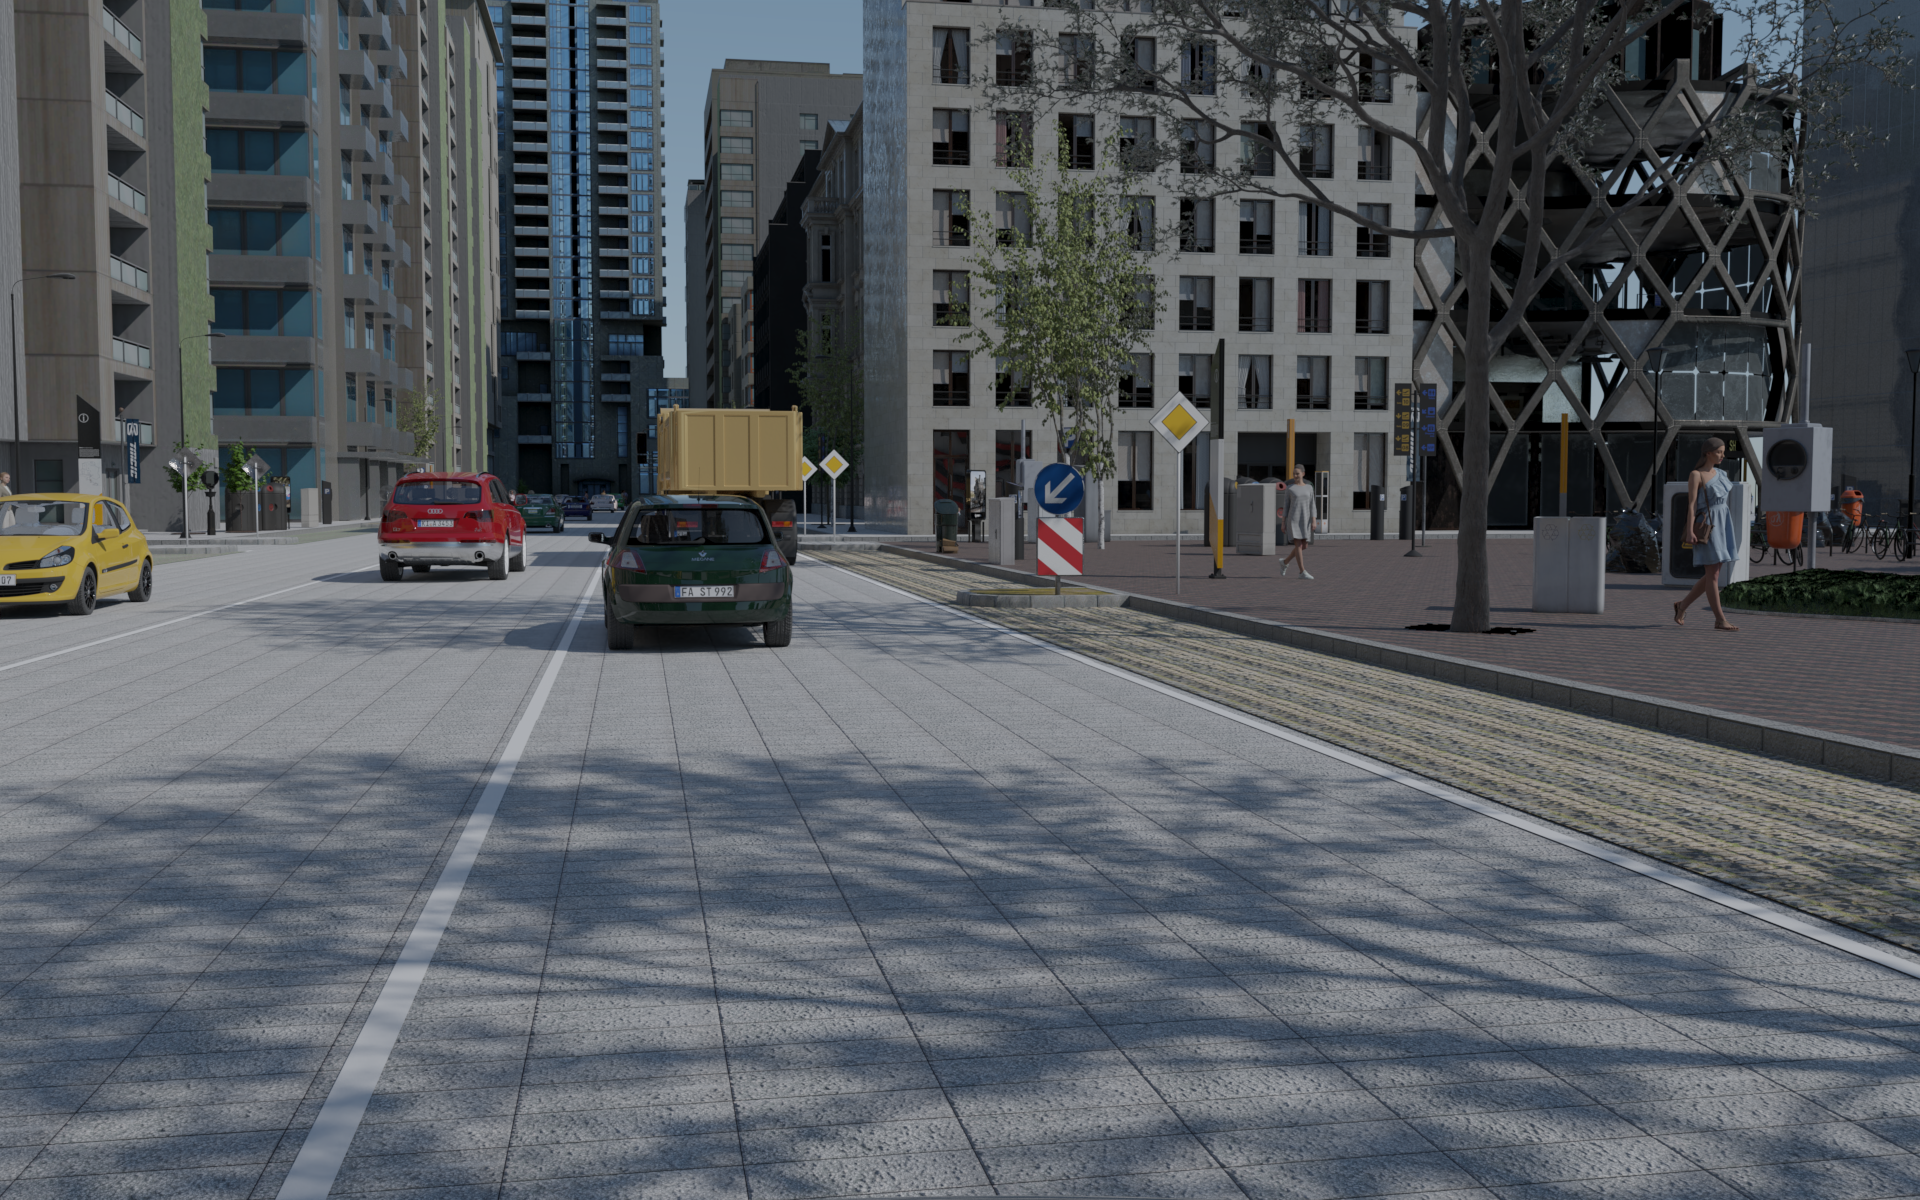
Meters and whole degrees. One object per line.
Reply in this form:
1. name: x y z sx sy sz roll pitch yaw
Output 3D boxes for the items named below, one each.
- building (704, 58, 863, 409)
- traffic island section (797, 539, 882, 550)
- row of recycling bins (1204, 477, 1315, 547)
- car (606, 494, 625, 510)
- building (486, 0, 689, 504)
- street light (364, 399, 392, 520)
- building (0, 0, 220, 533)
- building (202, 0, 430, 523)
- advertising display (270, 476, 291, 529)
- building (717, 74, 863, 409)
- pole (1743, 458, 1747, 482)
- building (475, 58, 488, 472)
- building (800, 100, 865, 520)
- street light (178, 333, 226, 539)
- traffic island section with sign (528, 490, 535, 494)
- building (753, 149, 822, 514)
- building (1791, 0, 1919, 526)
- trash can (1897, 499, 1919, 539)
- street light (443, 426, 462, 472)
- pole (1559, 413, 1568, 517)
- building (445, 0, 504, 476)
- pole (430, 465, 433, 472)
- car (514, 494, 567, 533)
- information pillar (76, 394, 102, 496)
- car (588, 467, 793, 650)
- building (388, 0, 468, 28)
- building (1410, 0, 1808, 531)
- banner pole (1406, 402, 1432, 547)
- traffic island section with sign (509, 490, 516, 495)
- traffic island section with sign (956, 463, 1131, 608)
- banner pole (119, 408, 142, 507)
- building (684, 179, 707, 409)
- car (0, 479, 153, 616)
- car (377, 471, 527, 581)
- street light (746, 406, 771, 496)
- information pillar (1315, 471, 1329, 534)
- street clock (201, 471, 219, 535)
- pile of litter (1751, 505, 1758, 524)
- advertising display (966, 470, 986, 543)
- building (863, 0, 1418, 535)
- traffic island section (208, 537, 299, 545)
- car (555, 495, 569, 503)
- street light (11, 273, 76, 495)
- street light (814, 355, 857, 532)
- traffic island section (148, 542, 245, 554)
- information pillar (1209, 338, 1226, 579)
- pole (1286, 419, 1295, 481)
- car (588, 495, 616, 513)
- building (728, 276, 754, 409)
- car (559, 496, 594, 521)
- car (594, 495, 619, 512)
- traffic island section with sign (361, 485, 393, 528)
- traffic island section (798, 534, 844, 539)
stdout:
1. building: -16.997 -34.740 191.706 21.300 48.544 21.600 -1 4 -11
2. traffic island section: -3.234 -1.402 45.212 2.009 0.180 2.903 -1 4 -11
3. row of recycling bins: 7.414 -2.197 43.042 3.534 1.692 1.069 -3 4 -37
4. car: -30.482 -8.784 152.415 1.959 1.807 4.718 -1 4 -12
5. building: -50.180 -55.283 216.552 31.000 86.520 22.319 -1 4 -11
6. street light: -28.328 -6.833 84.254 1.470 5.913 1.316 -1 4 -11
7. building: -32.836 -22.680 54.413 14.154 41.232 14.086 -1 4 -11
8. building: -40.365 -28.584 86.952 23.786 49.044 30.456 -1 4 -11
9. advertising display: -24.535 -3.508 62.575 0.123 1.923 0.974 1 4 16
10. building: -17.161 -29.965 173.524 14.154 41.232 14.086 -1 4 -11
11. pole: 34.763 -5.069 76.724 0.158 3.312 0.155 0 3 0
12. building: -50.748 -28.924 156.503 14.154 41.232 14.086 -1 4 -11
13. building: -1.266 -16.802 93.791 14.460 24.649 34.723 -1 4 -11
14. street light: -21.844 -4.734 49.947 1.470 5.913 1.316 -1 4 -11
15. traffic island section with sign: -43.944 -10.345 177.774 1.989 1.847 2.006 -1 4 -11
16. building: -7.627 -17.769 120.195 12.332 23.373 15.834 -1 4 -11
17. building: 46.327 -15.369 69.299 19.932 24.808 12.078 -1 4 -11
18. trash can: 27.137 -2.309 49.410 0.748 1.137 0.748 0 3 0
19. street light: -34.642 -8.902 118.088 1.470 5.913 1.316 -1 4 -11
20. pole: 15.242 -3.052 43.751 0.158 3.312 0.155 0 3 0
21. building: -62.150 -36.109 179.627 27.495 52.752 28.713 -1 4 -11
22. pole: -37.290 -7.850 122.183 0.158 3.312 0.155 0 3 0
23. car: -15.783 -3.231 64.627 2.131 1.459 4.920 -1 4 -10
24. information pillar: -20.433 -3.015 40.652 0.504 3.616 0.183 -1 4 -16
25. car: -2.718 -0.469 17.456 2.009 1.686 4.222 -1 4 -12
26. building: -47.933 -28.076 142.637 14.154 41.232 14.086 -1 4 -11
27. building: 22.496 -12.177 66.544 16.811 18.784 16.820 -1 4 -11
28. banner pole: 11.031 -3.163 41.727 0.863 3.779 0.401 -2 4 -33
29. traffic island section with sign: -38.914 -8.696 150.813 1.989 1.847 2.006 -1 4 -11
30. traffic island section with sign: 1.008 -0.854 22.598 1.989 1.847 2.006 -1 4 -11
31. banner pole: -24.195 -3.697 50.458 0.401 3.779 0.863 1 4 21
32. building: -27.436 -32.743 218.943 14.086 41.232 14.154 -1 4 -11
33. car: -11.352 -0.689 21.481 2.015 1.641 3.980 -1 4 -11
34. car: -8.777 -1.317 30.203 2.281 1.827 5.304 -1 4 -9
35. street light: -10.662 -7.309 92.045 1.470 5.913 1.316 -1 4 -11
36. information pillar: 11.658 -3.141 55.848 0.304 2.012 0.304 -3 4 -36
37. street clock: -23.249 -3.007 53.735 0.358 2.002 0.471 3 4 37
38. pile of litter: 33.899 -3.601 72.838 1.176 0.858 1.719 2 4 31
39. advertising display: 0.433 -2.492 45.952 0.123 1.923 0.974 2 4 26
40. building: 5.673 -12.570 60.268 16.860 20.320 10.420 -1 4 -11
41. traffic island section: -20.374 -1.704 50.141 2.009 0.180 2.903 -1 4 -11
42. car: -40.167 -9.937 174.836 2.083 1.381 4.827 -1 4 -9
43. street light: -19.304 -3.912 36.497 1.470 5.913 1.316 -1 4 -11
44. street light: -4.174 -5.237 58.161 1.470 5.913 1.316 -1 4 -11
45. traffic island section: -18.904 -1.224 42.292 2.009 0.180 2.903 -1 4 -11
46. information pillar: 3.904 -2.137 26.300 0.183 3.616 0.504 0 4 -7
47. pole: 8.967 -3.253 47.036 0.158 3.312 0.155 0 3 0
48. car: -27.326 -7.324 132.117 2.083 1.381 4.827 -1 4 -11
49. building: -5.915 -18.921 154.400 27.650 21.520 28.899 -1 4 -11
50. car: -20.804 -4.966 93.772 1.945 1.354 3.894 -1 4 -11
51. car: -29.343 -8.021 143.507 2.083 1.381 4.827 -1 4 -10
52. traffic island section with sign: -24.612 -4.028 74.477 1.989 1.847 2.006 -1 4 -11
53. traffic island section: -4.704 -1.883 53.061 2.009 0.180 2.903 -1 4 -11
